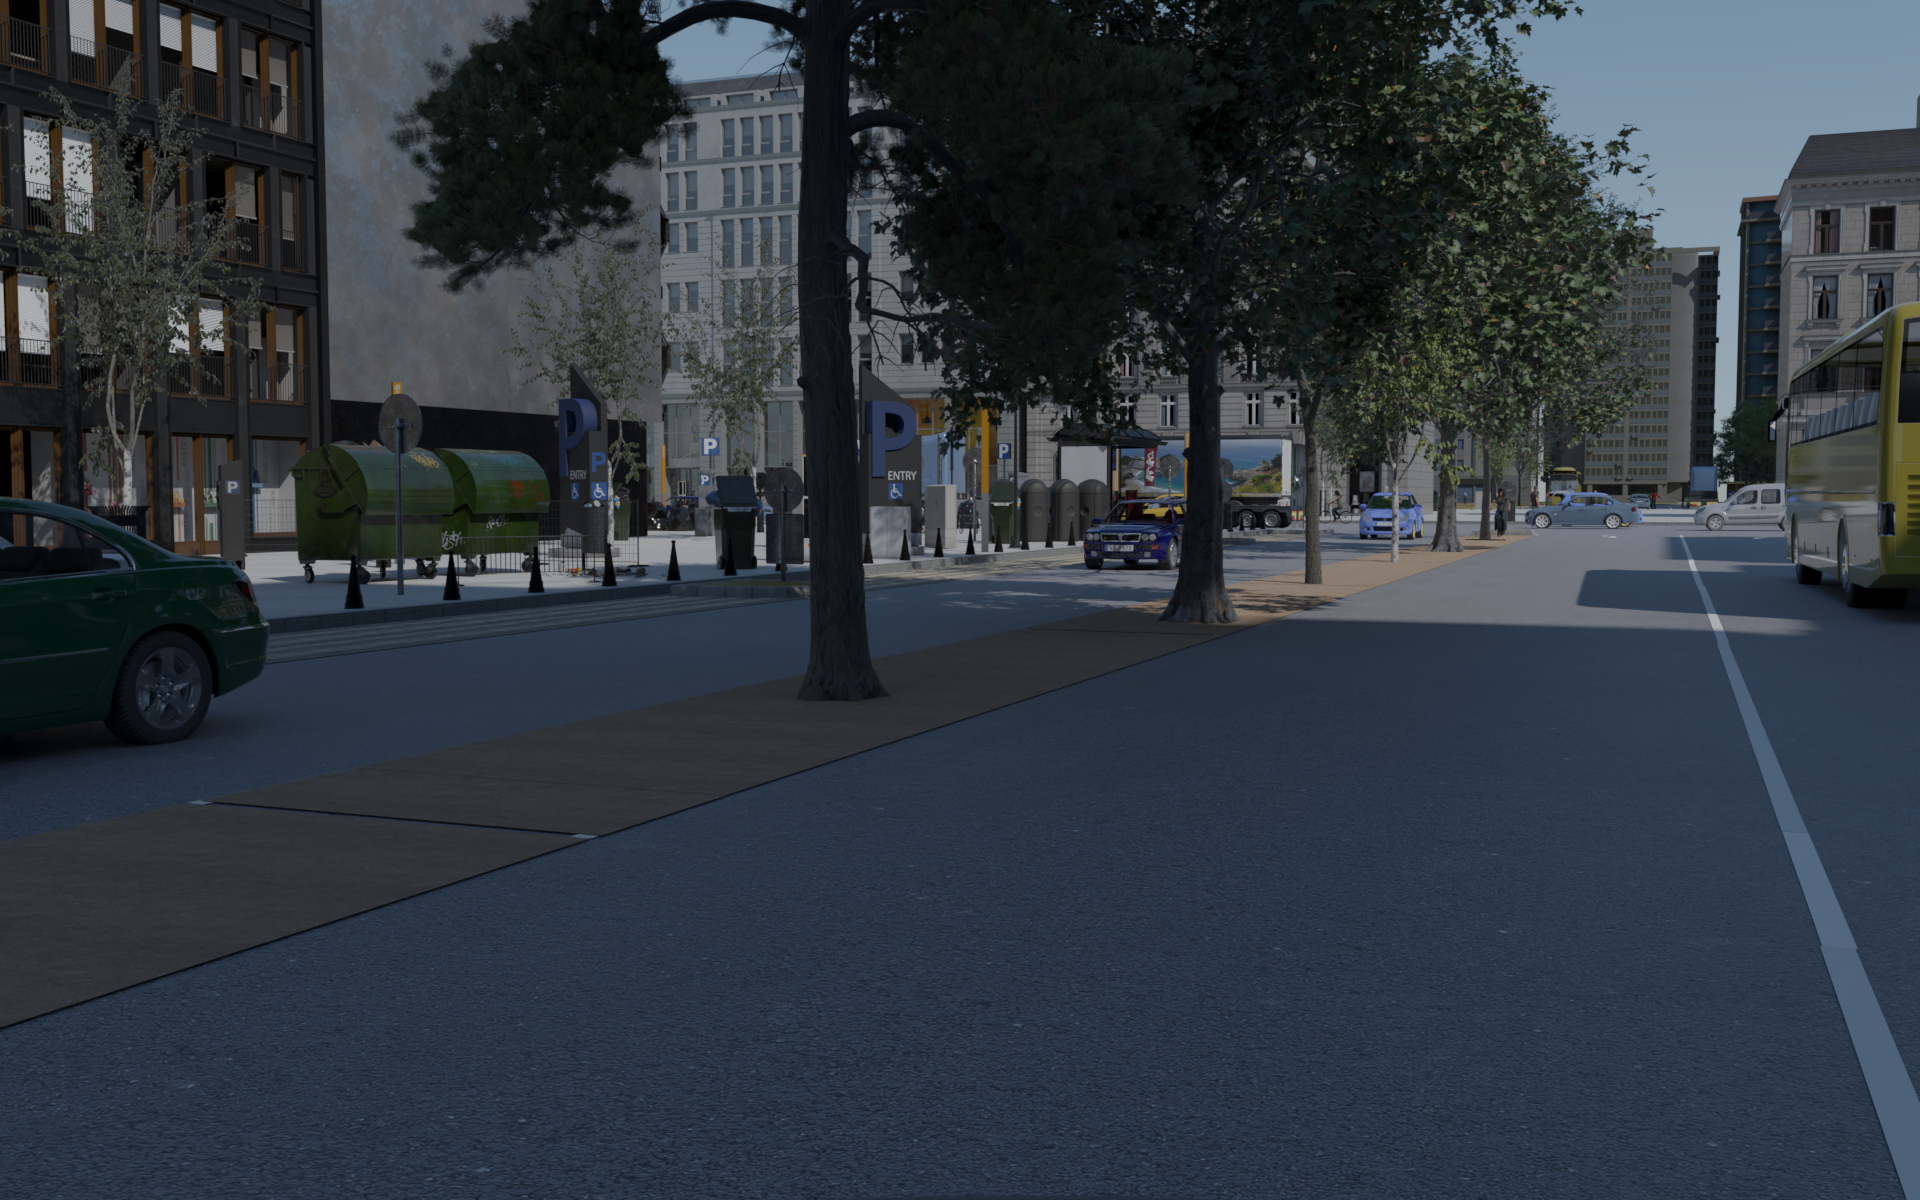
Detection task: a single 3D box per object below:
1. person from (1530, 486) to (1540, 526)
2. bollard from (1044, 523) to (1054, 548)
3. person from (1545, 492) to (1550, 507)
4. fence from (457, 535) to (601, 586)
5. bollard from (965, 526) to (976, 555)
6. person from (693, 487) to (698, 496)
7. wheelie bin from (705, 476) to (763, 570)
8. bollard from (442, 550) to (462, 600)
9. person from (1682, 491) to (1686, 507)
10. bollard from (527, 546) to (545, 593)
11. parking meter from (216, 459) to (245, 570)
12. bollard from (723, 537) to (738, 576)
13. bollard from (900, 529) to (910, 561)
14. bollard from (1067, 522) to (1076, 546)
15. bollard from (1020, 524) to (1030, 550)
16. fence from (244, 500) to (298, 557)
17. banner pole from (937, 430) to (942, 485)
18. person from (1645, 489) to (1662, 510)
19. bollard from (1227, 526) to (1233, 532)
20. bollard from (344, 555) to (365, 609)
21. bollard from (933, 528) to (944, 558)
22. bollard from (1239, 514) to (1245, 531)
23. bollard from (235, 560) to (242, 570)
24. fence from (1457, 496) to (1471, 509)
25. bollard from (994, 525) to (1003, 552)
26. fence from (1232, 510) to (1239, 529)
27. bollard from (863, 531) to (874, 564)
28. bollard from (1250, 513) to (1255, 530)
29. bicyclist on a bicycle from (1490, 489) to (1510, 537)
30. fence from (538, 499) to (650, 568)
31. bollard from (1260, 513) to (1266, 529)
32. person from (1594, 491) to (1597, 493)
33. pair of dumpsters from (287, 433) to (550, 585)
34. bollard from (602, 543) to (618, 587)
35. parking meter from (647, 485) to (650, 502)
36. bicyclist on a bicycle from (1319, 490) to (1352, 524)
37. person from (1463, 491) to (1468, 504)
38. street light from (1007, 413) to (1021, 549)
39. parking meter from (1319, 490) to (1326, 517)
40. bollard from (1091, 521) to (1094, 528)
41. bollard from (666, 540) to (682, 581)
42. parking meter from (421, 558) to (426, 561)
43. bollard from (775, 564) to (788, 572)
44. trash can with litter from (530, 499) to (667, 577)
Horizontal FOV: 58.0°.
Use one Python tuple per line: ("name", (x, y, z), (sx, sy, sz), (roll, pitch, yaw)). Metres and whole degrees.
("person", (25.586, -4.177, 76.920), (0.434, 1.807, 0.598), (0, 4, -2))
("bollard", (2.127, -1.545, 41.298), (0.229, 0.601, 0.229), (0, 3, 0))
("person", (51.074, -8.595, 150.505), (0.415, 1.643, 0.593), (0, 4, 3))
("fence", (-6.159, -0.569, 24.671), (2.069, 0.683, 0.278), (-2, 4, -31))
("bollard", (0.220, -1.258, 36.606), (0.229, 0.601, 0.229), (0, 3, 0))
("person", (-12.485, -4.523, 82.625), (0.661, 1.801, 0.590), (-1, 4, -19))
("wheelie bin", (-3.883, -1.327, 29.611), (0.980, 1.594, 0.693), (-1, 4, -22))
("bollard", (-6.155, -0.301, 20.965), (0.229, 0.601, 0.229), (0, 3, 0))
("person", (78.993, -10.999, 189.045), (0.721, 1.735, 1.217), (2, 4, 35))
("bollard", (-5.517, -0.397, 22.533), (0.229, 0.601, 0.229), (0, 3, 0))
("parking meter", (-12.302, -1.437, 29.210), (0.399, 1.863, 0.255), (-2, 4, -34))
("bollard", (-3.608, -0.683, 27.216), (0.229, 0.601, 0.229), (0, 3, 0))
("bollard", (-1.062, -1.066, 33.467), (0.229, 0.601, 0.229), (0, 3, 0))
("bollard", (2.766, -1.640, 42.861), (0.229, 0.601, 0.229), (0, 3, 0))
("bollard", (1.493, -1.449, 39.737), (0.229, 0.601, 0.229), (0, 3, 0))
("fence", (-13.870, -1.525, 36.136), (2.264, 1.192, 0.480), (-2, 4, -28))
("banner pole", (-0.788, -4.740, 67.522), (0.401, 3.779, 0.863), (-1, 4, -14))
("person", (59.675, -8.595, 148.991), (1.348, 1.831, 0.705), (1, 4, 14))
("bollard", (9.136, -2.598, 58.512), (0.229, 0.601, 0.229), (0, 3, 0))
("bollard", (-6.792, -0.206, 19.405), (0.229, 0.601, 0.229), (0, 3, 0))
("bollard", (-0.430, -1.161, 35.028), (0.229, 0.601, 0.229), (0, 3, 0))
("bollard", (9.775, -2.693, 60.073), (0.229, 0.601, 0.229), (0, 3, 0))
("bollard", (-7.425, -0.110, 17.844), (0.229, 0.601, 0.229), (0, 3, 0))
("fence", (40.407, -7.871, 139.890), (0.480, 1.192, 2.264), (-3, 5, -45))
("bollard", (0.852, -1.353, 38.167), (0.229, 0.601, 0.229), (0, 3, 0))
("fence", (9.274, -2.980, 64.099), (2.069, 0.683, 0.278), (0, 4, -7))
("bollard", (-1.698, -0.970, 31.907), (0.229, 0.601, 0.229), (0, 3, 0))
("bollard", (10.416, -2.789, 61.647), (0.229, 0.601, 0.229), (0, 3, 0))
("bicyclist on a bicycle", (18.049, -2.925, 57.845), (1.499, 1.676, 1.625), (1, 4, 22))
("fence", (-6.633, -1.199, 30.812), (2.264, 1.192, 0.480), (1, 4, 21))
("bollard", (11.052, -2.885, 63.210), (0.229, 0.601, 0.229), (0, 3, 0))
("person", (58.527, -9.178, 159.291), (0.721, 1.736, 1.217), (2, 4, 31))
("pair of dumpsters", (-8.199, -1.470, 26.529), (1.574, 2.255, 4.437), (1, 4, 22))
("bollard", (-4.881, -0.493, 24.096), (0.229, 0.601, 0.229), (0, 3, 0))
("parking meter", (-19.749, -6.323, 109.090), (0.399, 1.863, 0.255), (2, 4, 24))
("bicyclist on a bicycle", (18.106, -4.495, 83.518), (1.625, 1.676, 1.499), (1, 4, 21))
("person", (68.246, -13.780, 233.676), (0.599, 1.838, 0.709), (-2, 4, -26))
("street light", (1.806, -4.158, 40.520), (1.470, 5.913, 1.316), (1, 4, 22))
("parking meter", (20.747, -5.545, 99.064), (0.372, 1.533, 0.369), (0, 3, 0))
("bollard", (3.398, -1.736, 44.426), (0.229, 0.601, 0.229), (0, 3, 0))
("bollard", (-4.241, -0.588, 25.655), (0.229, 0.601, 0.229), (0, 3, 0))
("parking meter", (-10.311, -1.535, 33.515), (0.372, 1.533, 0.369), (0, 3, 0))
("bollard", (-2.970, -0.779, 28.777), (0.229, 0.601, 0.229), (0, 3, 0))
("trash can with litter", (-5.529, -0.984, 27.151), (2.233, 1.210, 1.678), (2, 4, 34))
